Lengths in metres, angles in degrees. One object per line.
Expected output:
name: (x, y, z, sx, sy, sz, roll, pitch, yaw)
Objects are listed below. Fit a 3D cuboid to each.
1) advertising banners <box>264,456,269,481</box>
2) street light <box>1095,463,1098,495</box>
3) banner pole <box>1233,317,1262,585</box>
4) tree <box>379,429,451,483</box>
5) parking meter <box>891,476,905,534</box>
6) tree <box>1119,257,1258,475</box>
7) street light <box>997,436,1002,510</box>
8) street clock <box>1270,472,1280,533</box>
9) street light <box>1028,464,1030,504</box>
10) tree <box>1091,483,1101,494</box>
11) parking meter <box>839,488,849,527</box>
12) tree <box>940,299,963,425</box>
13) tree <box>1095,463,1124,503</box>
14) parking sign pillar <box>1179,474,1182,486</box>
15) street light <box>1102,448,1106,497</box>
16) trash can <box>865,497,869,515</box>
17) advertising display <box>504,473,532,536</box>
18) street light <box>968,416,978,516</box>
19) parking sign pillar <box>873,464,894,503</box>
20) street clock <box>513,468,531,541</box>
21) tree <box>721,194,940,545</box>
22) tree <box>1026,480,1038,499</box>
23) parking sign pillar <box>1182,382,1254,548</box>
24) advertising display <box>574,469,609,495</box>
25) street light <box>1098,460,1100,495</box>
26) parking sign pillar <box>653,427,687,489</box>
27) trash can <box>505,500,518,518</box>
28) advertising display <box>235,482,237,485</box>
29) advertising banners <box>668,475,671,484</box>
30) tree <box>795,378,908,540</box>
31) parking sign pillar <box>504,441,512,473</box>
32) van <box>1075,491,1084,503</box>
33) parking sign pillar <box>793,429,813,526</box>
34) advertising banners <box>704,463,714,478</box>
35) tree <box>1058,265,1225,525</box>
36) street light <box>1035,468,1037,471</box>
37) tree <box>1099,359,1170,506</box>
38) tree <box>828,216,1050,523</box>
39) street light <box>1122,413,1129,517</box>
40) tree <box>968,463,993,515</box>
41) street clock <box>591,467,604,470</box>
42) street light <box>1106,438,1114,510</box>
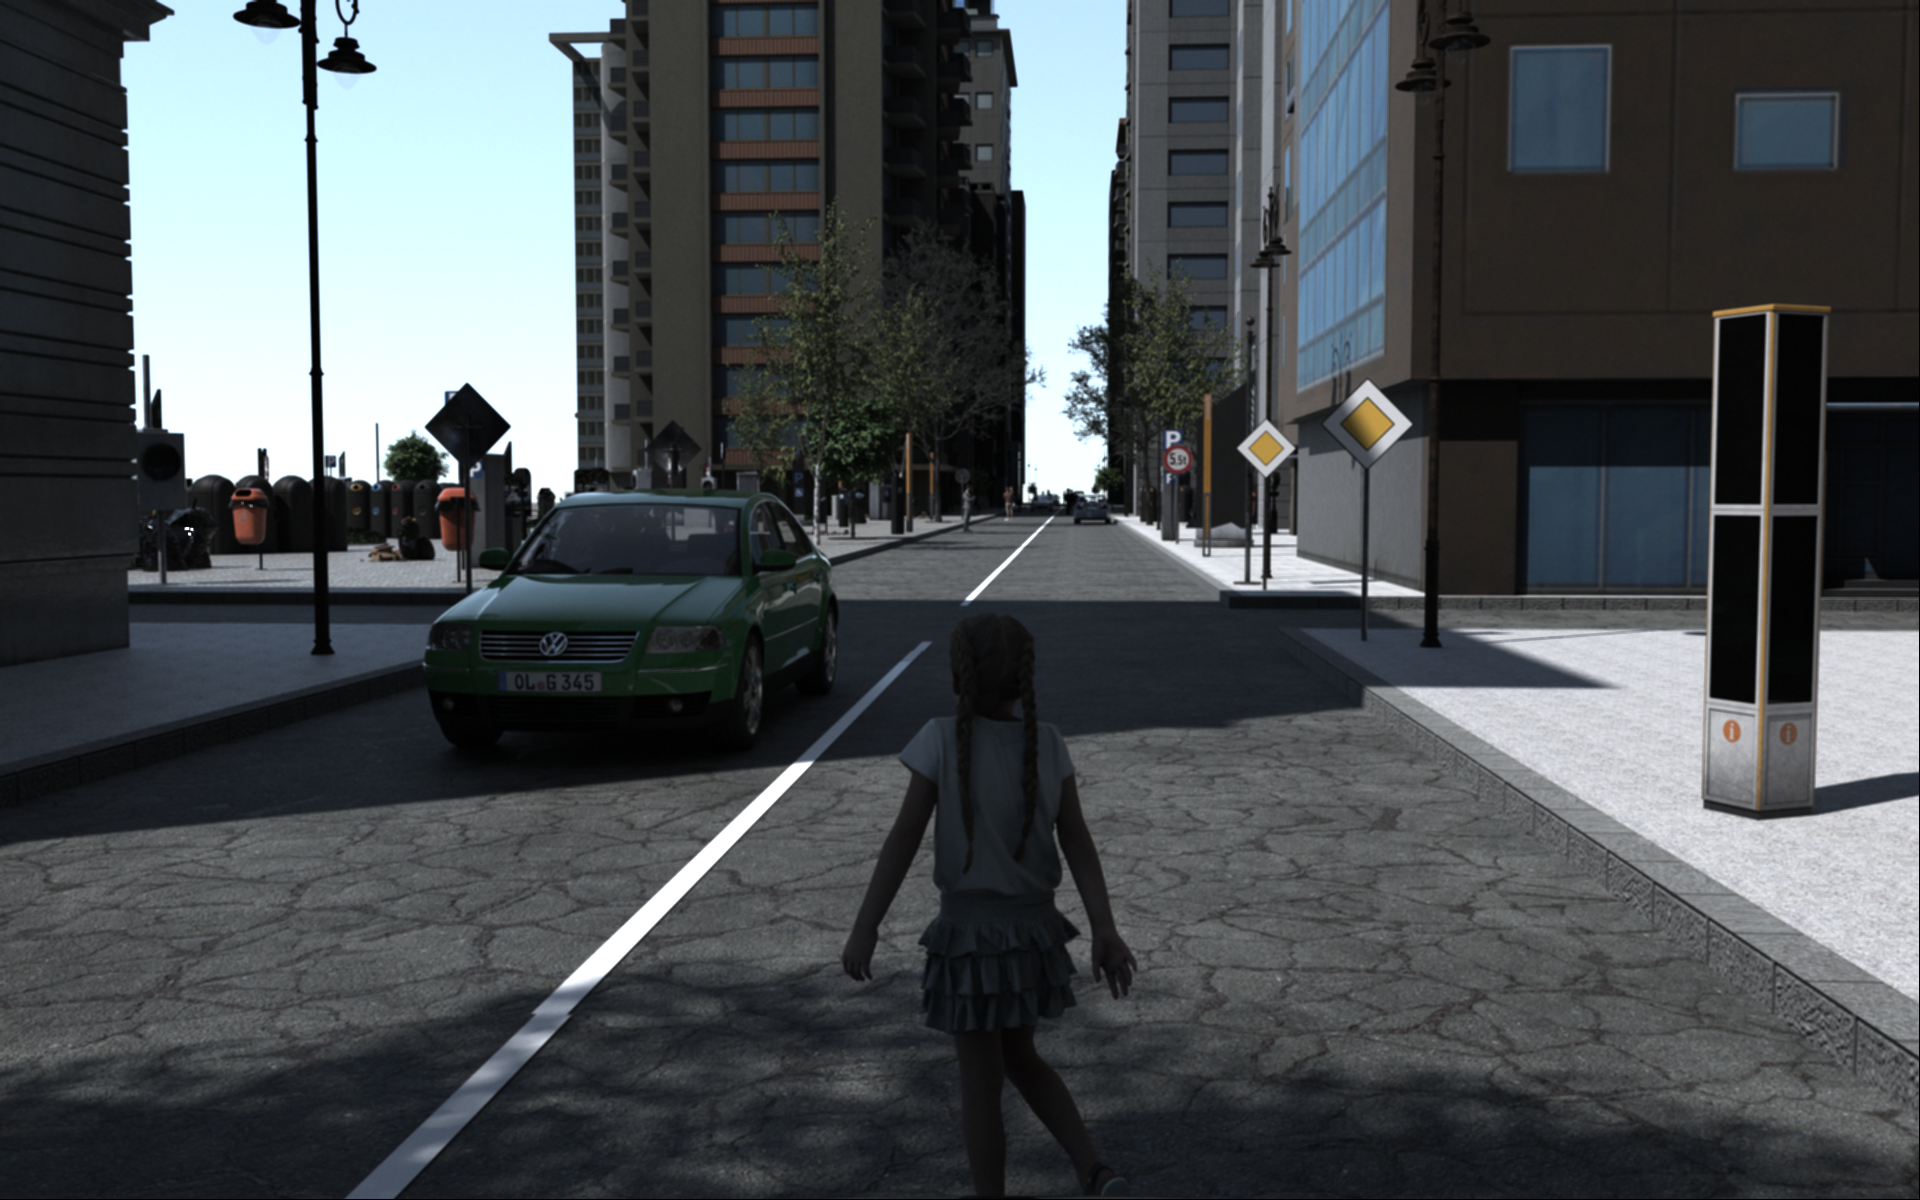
advertising banners: (-32.490, -5.152, 80.421, 0.090, 3.025, 2.074, -3, 5, -44)
street light: (17.720, -15.208, 221.434, 0.468, 5.910, 1.993, 0, 4, 4)
banner pole: (4.085, -2.098, 24.320, 0.401, 3.779, 0.863, 0, 4, 2)
tree: (-26.807, -6.187, 84.866, 4.285, 4.588, 4.351, 0, 3, 0)
parking meter: (-1.976, -3.027, 55.202, 0.399, 1.863, 0.255, -3, 5, -42)
tree: (6.753, -6.319, 53.685, 4.737, 8.622, 4.395, 0, 3, 0)
street light: (3.138, -9.995, 136.208, 0.468, 5.910, 1.993, 0, 4, 4)
street clock: (10.253, -3.178, 56.531, 0.358, 2.002, 0.471, -1, 4, -11)
street light: (8.732, -15.088, 219.476, 0.468, 5.910, 1.993, 0, 4, 4)
tree: (20.013, -15.853, 253.804, 1.663, 3.219, 1.824, 0, 3, 0)
parking meter: (-4.517, -3.602, 67.309, 0.372, 1.533, 0.369, 0, 3, 0)
tree: (-2.020, -6.779, 61.205, 4.737, 8.622, 4.395, 0, 3, 0)
tree: (15.617, -12.132, 182.070, 4.285, 4.588, 4.351, 0, 3, 0)
parking sign pillar: (12.302, -6.656, 97.292, 1.447, 3.967, 1.447, -2, 4, -30)
street light: (14.583, -12.294, 173.799, 0.468, 5.910, 1.993, 0, 4, 4)
trash can: (-5.031, -5.143, 95.749, 0.748, 1.137, 0.748, 0, 3, 0)
advertising display: (-13.623, -2.936, 53.217, 0.123, 1.923, 0.974, 3, 5, 45)
street light: (0.752, -7.802, 100.349, 0.468, 5.910, 1.993, 0, 4, 4)
parking sign pillar: (-3.846, -6.027, 87.014, 1.447, 3.967, 1.447, 3, 4, 36)
street clock: (-12.089, -2.648, 47.863, 0.358, 2.002, 0.471, 2, 4, 28)
tree: (-3.532, -5.691, 43.411, 4.737, 8.622, 4.395, 0, 3, 0)
tree: (9.970, -14.914, 238.441, 1.663, 3.219, 1.824, 0, 3, 0)
parking sign pillar: (6.391, -3.264, 41.842, 1.447, 3.967, 1.447, 2, 4, 31)
advertising display: (-9.663, -2.462, 45.473, 0.974, 1.923, 0.123, -3, 5, -41)
street light: (15.381, -13.034, 185.888, 0.468, 5.910, 1.993, 0, 4, 4)
parking sign pillar: (-11.731, -4.984, 69.954, 1.447, 3.967, 1.447, 1, 4, 14)
trash can: (-10.276, -1.658, 38.763, 0.748, 1.137, 0.748, 0, 3, 0)
advertising display: (-38.446, -5.380, 93.175, 0.974, 1.923, 0.123, -3, 5, -39)
advertising banners: (-8.111, -3.126, 47.297, 0.090, 3.025, 2.074, -2, 4, -24)
tree: (-3.107, -4.006, 49.220, 4.285, 4.588, 4.351, 0, 3, 0)
parking sign pillar: (-22.981, -6.052, 87.414, 1.447, 3.967, 1.447, 0, 4, 1)
van: (16.162, -13.962, 235.283, 2.013, 2.044, 4.112, 0, 4, 3)
parking sign pillar: (-6.476, -4.967, 69.683, 1.447, 3.967, 1.447, 0, 4, -5)
advertising banners: (-14.859, -6.191, 97.413, 2.074, 3.025, 0.090, 0, 4, 7)
tree: (7.499, -8.371, 71.286, 7.601, 10.594, 8.767, 0, 4, 8)
street light: (11.162, -17.262, 255.016, 0.468, 5.910, 1.993, 0, 4, 4)
tree: (9.377, -8.608, 91.100, 4.360, 8.622, 3.978, 0, 3, 0)
tree: (-1.127, -10.232, 77.668, 12.009, 13.543, 11.850, 0, 3, 0)
street light: (9.783, -7.924, 102.342, 0.468, 5.910, 1.993, 0, 4, 4)
tree: (1.256, -6.887, 107.198, 1.663, 3.219, 1.824, 0, 3, 0)
street clock: (-9.826, -2.596, 47.017, 0.358, 2.002, 0.471, 1, 4, 17)
street light: (12.126, -10.098, 137.888, 0.468, 5.910, 1.993, 0, 4, 4)
